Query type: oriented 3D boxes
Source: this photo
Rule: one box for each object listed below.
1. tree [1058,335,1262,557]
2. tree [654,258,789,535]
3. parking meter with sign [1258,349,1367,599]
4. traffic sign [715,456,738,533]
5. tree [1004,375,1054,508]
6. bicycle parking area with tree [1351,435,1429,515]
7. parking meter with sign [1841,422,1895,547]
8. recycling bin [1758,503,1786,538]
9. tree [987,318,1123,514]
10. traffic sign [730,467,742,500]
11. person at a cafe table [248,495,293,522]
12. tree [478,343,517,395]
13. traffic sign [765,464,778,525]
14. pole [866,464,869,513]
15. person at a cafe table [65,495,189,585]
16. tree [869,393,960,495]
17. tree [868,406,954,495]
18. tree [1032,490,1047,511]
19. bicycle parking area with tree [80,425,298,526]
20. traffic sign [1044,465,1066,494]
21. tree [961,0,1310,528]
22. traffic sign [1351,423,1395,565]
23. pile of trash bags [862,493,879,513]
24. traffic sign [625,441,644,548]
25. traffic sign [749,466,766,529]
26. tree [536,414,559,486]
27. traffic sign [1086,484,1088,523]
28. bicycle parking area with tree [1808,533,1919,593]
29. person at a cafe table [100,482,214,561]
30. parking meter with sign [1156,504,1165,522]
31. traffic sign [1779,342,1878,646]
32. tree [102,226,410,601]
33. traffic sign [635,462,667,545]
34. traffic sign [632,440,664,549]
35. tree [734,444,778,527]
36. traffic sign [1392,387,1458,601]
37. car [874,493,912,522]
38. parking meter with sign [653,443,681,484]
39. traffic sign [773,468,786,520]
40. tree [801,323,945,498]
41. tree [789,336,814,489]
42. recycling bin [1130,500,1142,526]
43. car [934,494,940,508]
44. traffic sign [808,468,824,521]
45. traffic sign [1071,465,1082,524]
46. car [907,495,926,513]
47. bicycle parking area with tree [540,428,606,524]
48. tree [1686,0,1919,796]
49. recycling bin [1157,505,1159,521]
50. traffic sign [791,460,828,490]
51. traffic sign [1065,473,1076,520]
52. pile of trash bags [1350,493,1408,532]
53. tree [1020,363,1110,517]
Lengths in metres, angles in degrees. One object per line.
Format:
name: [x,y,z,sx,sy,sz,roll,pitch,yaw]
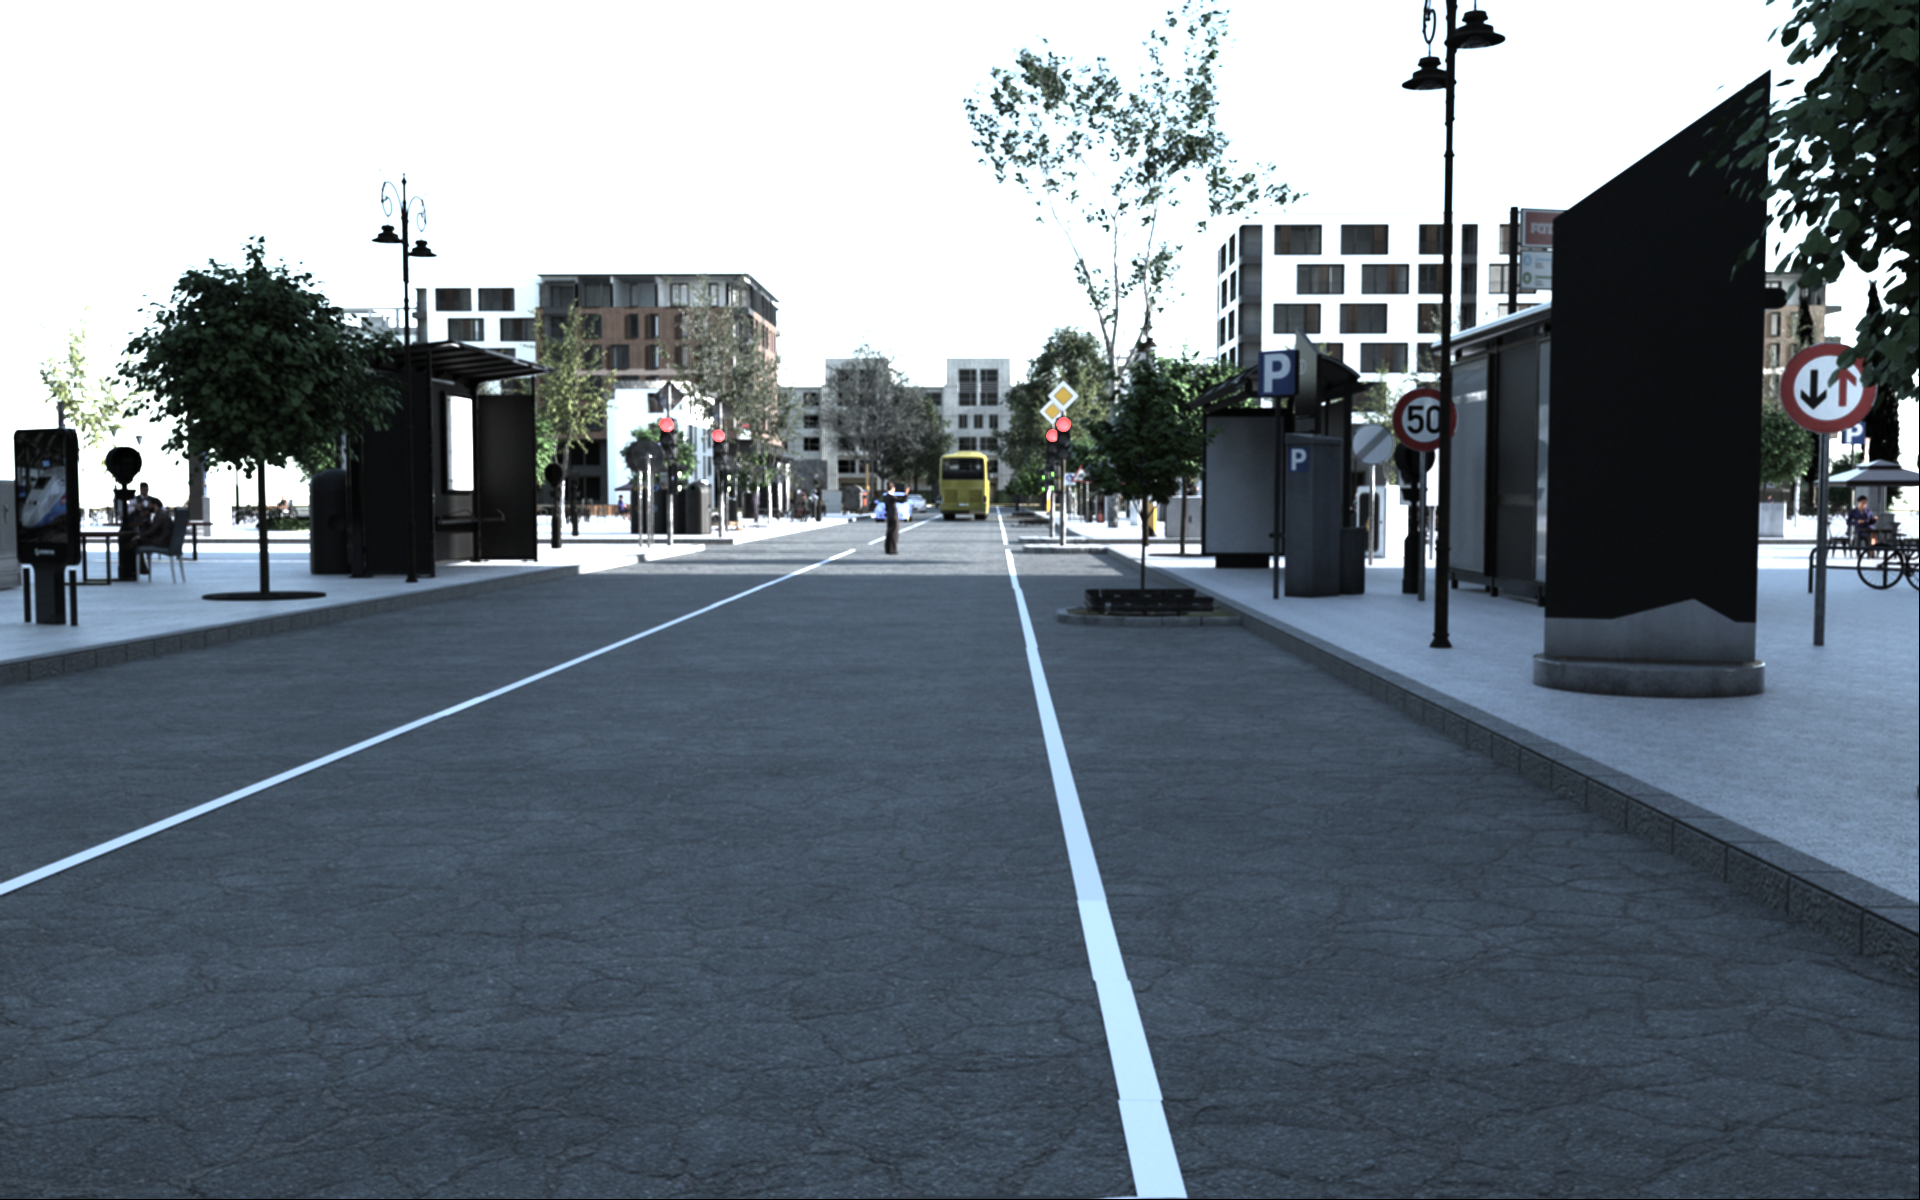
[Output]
tree: [4.620,-3.187,35.815,4.285,4.588,4.351,0,3,0]
tree: [-7.427,-6.324,53.756,4.360,8.622,3.978,0,3,0]
parking meter with sign: [4.455,-1.555,21.692,1.738,3.016,0.543,-3,5,-45]
traffic sign: [-7.711,-3.498,57.298,0.768,2.556,0.104,0,4,2]
tree: [7.380,-14.961,162.731,7.486,12.596,7.792,0,3,0]
bicycle parking area with tree: [19.374,-6.108,86.876,9.016,4.147,8.231,1,4,20]
parking meter with sign: [21.550,-2.737,41.019,0.543,3.016,1.738,0,4,-1]
recycling bin: [23.966,-2.361,51.152,0.722,1.027,0.722,1,4,22]
tree: [7.055,-11.967,112.666,9.611,12.733,9.660,0,3,0]
traffic sign: [-10.336,-4.877,79.850,0.768,2.556,0.104,1,4,8]
person at a cafe table: [-31.288,-4.164,78.935,1.698,1.238,1.726,3,5,43]
tree: [-23.162,-8.149,83.593,4.360,8.622,3.978,0,3,0]
traffic sign: [-7.965,-4.410,72.207,0.768,2.556,0.104,1,4,10]
pole: [-6.197,-7.476,116.081,0.158,3.312,0.155,0,3,0]
person at a cafe table: [-12.097,-0.865,25.006,1.726,1.238,1.698,0,4,-6]
tree: [-4.794,-16.606,188.511,9.611,12.733,9.660,0,3,0]
tree: [-5.177,-14.569,172.607,8.767,10.594,7.601,0,4,7]
tree: [6.972,-9.685,152.943,1.663,3.219,1.824,0,3,0]
bicycle parking area with tree: [-32.686,-5.194,71.928,8.231,4.147,9.016,1,4,17]
traffic sign: [7.034,-7.881,122.720,2.265,3.308,0.079,1,4,9]
tree: [7.218,-12.793,65.061,12.611,20.169,13.585,0,3,0]
traffic sign: [7.392,-1.895,31.091,0.768,2.556,0.104,1,4,11]
pile of trash bags: [-6.588,-6.740,119.943,1.912,1.369,3.447,0,4,-2]
traffic sign: [-7.663,-2.531,41.487,0.768,2.556,0.104,1,4,11]
traffic sign: [-7.363,-3.723,63.004,0.606,2.300,0.079,1,4,10]
tree: [-15.751,-4.732,61.080,4.285,4.588,4.351,0,3,0]
traffic sign: [5.574,-4.636,75.905,0.768,2.556,0.104,0,4,7]
bicycle parking area with tree: [15.681,-2.115,21.584,8.231,4.147,9.016,-1,4,-20]
person at a cafe table: [-15.612,-1.525,33.456,1.622,1.524,1.698,3,5,42]
parking meter with sign: [9.576,-5.127,80.079,1.738,3.016,0.543,1,4,22]
traffic sign: [7.285,-0.887,14.616,0.768,2.556,0.104,1,4,11]
tree: [-8.739,-2.308,21.451,4.285,4.588,4.351,0,3,0]
traffic sign: [-7.797,-2.681,43.845,0.884,2.594,0.081,0,4,5]
traffic sign: [-7.328,-2.484,40.716,0.768,2.556,0.104,0,4,5]
tree: [-8.108,-4.447,67.307,1.663,3.219,1.824,0,3,0]
traffic sign: [5.549,-1.263,20.750,0.768,2.556,0.104,0,4,6]
car: [-3.409,-4.879,89.355,1.945,1.707,3.694,0,4,3]
parking meter with sign: [-9.744,-3.787,58.181,1.738,3.016,0.543,3,5,42]
traffic sign: [-8.976,-5.235,85.694,0.768,2.556,0.104,0,4,7]
tree: [-6.467,-13.157,125.481,12.009,13.543,11.850,0,3,0]
tree: [-8.229,-7.605,74.705,4.360,8.622,3.978,0,3,0]
recycling bin: [7.292,-3.495,69.699,0.722,1.027,0.722,-1,4,-19]
car: [-1.643,-10.318,180.501,2.131,1.459,4.920,0,4,-1]
traffic sign: [-6.921,-5.075,83.085,0.768,2.556,0.104,0,4,2]
traffic sign: [5.274,-4.610,75.383,0.884,2.594,0.081,0,4,6]
car: [-3.604,-7.374,132.919,2.083,1.381,4.827,0,4,3]
bicycle parking area with tree: [-19.433,-5.379,74.941,8.231,4.147,9.016,-1,4,-9]
tree: [4.664,-1.423,6.984,4.285,4.588,4.351,0,3,0]
recycling bin: [9.871,-4.297,82.808,0.722,1.027,0.722,-2,4,-30]
traffic sign: [-9.081,-6.743,104.122,2.265,3.308,0.079,1,4,9]
traffic sign: [5.313,-5.004,83.946,0.606,2.300,0.079,0,4,6]
pile of trash bags: [9.799,-1.960,41.801,1.912,1.369,3.447,1,4,9]
tree: [6.183,-8.934,96.434,4.737,8.622,4.395,0,3,0]
